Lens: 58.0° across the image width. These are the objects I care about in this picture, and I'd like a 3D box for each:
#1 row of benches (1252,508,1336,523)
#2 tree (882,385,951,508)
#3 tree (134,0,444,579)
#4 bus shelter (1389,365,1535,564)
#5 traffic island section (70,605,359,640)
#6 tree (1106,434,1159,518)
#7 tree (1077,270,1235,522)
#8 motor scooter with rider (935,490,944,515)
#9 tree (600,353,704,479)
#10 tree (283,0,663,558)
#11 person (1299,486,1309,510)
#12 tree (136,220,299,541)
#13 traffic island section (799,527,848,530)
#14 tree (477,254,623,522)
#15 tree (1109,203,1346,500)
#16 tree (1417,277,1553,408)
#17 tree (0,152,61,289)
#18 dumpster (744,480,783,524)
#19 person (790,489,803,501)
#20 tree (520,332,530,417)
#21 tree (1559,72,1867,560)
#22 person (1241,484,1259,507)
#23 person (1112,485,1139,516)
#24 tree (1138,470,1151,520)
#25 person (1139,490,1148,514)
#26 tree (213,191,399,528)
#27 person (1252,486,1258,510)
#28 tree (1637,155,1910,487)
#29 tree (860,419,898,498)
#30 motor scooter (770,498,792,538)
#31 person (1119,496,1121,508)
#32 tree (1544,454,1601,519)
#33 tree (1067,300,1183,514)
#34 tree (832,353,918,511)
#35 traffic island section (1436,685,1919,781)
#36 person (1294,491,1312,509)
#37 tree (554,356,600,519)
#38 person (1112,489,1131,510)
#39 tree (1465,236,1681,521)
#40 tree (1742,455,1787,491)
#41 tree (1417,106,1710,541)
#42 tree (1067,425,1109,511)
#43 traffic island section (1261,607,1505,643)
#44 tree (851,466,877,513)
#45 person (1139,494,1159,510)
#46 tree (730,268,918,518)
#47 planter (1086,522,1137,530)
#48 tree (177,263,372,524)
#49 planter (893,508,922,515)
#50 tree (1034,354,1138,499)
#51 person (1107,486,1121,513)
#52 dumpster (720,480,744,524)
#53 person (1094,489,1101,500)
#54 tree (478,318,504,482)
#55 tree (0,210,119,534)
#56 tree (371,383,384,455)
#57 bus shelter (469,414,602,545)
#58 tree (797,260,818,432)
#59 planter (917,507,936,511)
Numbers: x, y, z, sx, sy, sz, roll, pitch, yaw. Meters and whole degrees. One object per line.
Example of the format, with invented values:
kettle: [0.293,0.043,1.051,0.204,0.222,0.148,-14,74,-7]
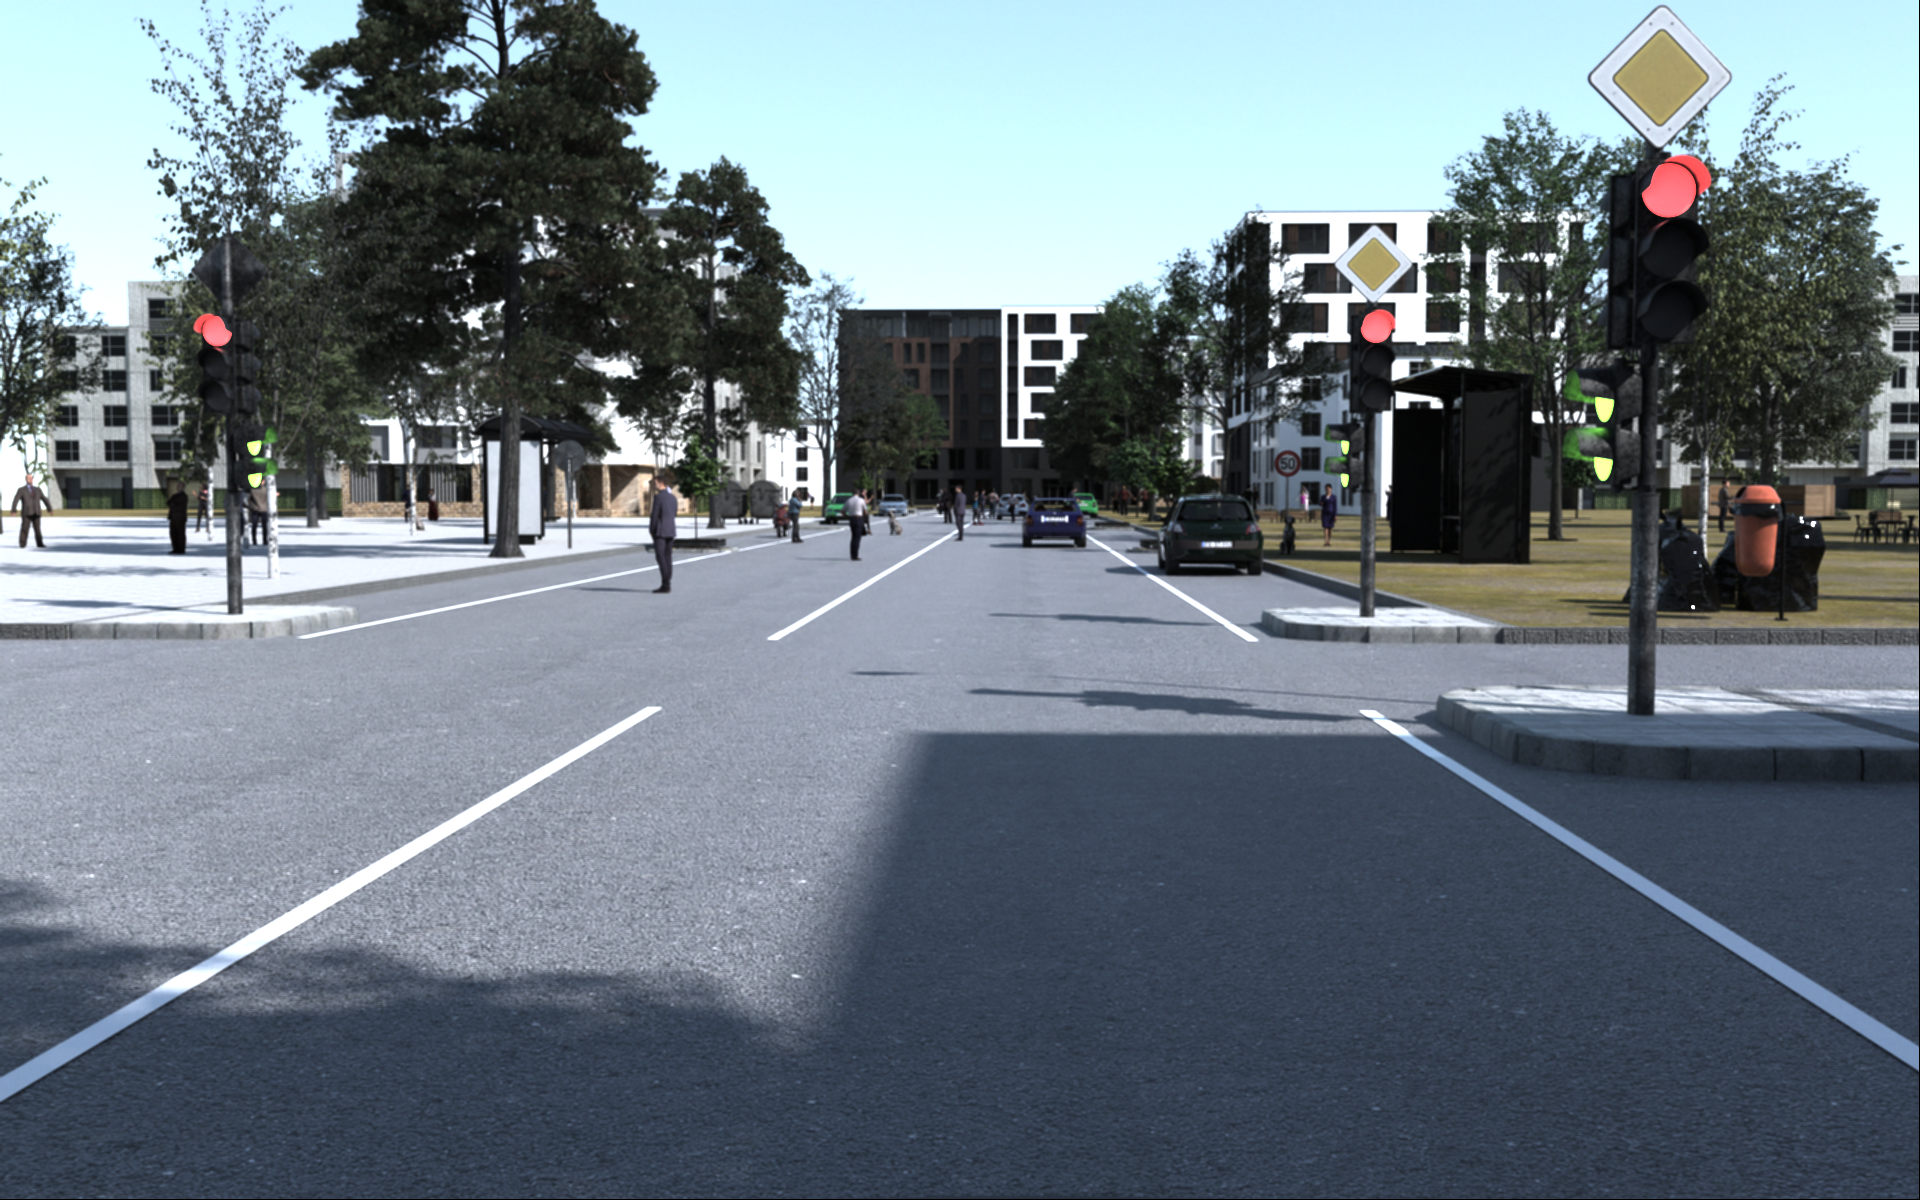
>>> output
row of benches: [15.122,-3.826,78.011,4.104,0.672,1.422,-1,4,-16]
tree: [-4.798,-14.668,165.579,9.928,11.665,9.643,0,3,0]
tree: [-10.207,-4.615,25.821,4.360,8.622,3.978,0,3,0]
bus shelter: [9.784,-2.654,34.680,1.731,3.624,6.357,0,4,2]
traffic island section: [-7.760,0.231,18.511,2.009,0.180,2.903,0,4,2]
tree: [9.583,-6.697,93.217,4.285,4.588,4.351,0,3,0]
tree: [9.018,-9.411,79.624,9.928,11.665,9.643,0,3,0]
motor scooter with rider: [-1.372,-6.747,119.274,0.876,1.779,1.986,0,4,0]
tree: [-12.515,-7.468,72.459,4.360,8.622,3.978,0,3,0]
tree: [-8.869,-7.785,34.711,7.806,13.903,7.818,0,3,0]
person: [19.240,-5.521,96.977,0.551,1.740,0.621,0,4,-7]
tree: [-20.467,-5.934,47.386,4.737,8.622,4.395,0,3,0]
traffic island section: [-5.613,-2.919,70.589,1.991,0.108,1.994,0,4,2]
tree: [-18.769,-9.619,79.321,6.751,12.117,7.091,0,3,0]
tree: [8.730,-7.395,55.319,7.601,10.594,8.767,0,4,4]
tree: [17.725,-6.565,57.697,4.737,8.622,4.395,0,3,0]
tree: [-16.130,-4.618,25.870,4.737,8.622,4.395,0,3,0]
dumpster: [-8.290,-4.154,73.671,1.264,1.857,1.865,0,4,2]
person: [-14.792,-9.184,156.927,1.217,1.743,0.721,-2,4,-28]
tree: [-20.063,-7.513,73.196,4.360,8.622,3.978,0,3,0]
tree: [13.429,-4.900,30.482,4.737,8.622,4.395,0,3,0]
person: [17.105,-5.924,102.527,0.705,1.869,1.348,-3,5,-39]
person: [9.489,-5.761,100.206,1.348,1.831,0.705,1,4,15]
tree: [9.744,-5.601,86.175,1.663,3.219,1.824,0,3,0]
person: [11.725,-6.337,109.622,1.348,1.831,0.705,-1,4,-13]
tree: [-24.631,-8.983,65.002,7.486,12.596,7.792,0,3,0]
person: [18.040,-6.109,106.448,0.721,1.766,1.217,-1,4,-16]
tree: [30.919,-9.740,65.905,9.857,13.997,8.962,0,3,0]
tree: [-6.567,-11.716,141.923,4.737,8.622,4.395,0,3,0]
motor scooter: [-5.899,-2.737,57.520,0.815,1.314,1.986,0,4,0]
person: [13.336,-8.314,145.217,0.697,1.427,0.421,-2,4,-33]
tree: [32.299,-6.526,90.415,4.285,4.588,4.351,0,3,0]
tree: [10.806,-12.524,112.198,7.806,13.903,7.818,0,3,0]
tree: [-6.611,-12.877,132.602,6.751,12.117,7.091,0,3,0]
traffic island section: [3.995,0.745,10.107,2.009,0.180,2.903,0,4,2]
person: [18.902,-5.270,95.430,0.991,1.433,0.599,0,4,-5]
tree: [-19.908,-8.555,90.237,4.360,8.622,3.978,0,3,0]
person: [11.867,-7.261,125.490,1.217,1.736,0.721,2,4,29]
tree: [28.525,-10.481,81.741,12.009,13.543,11.850,0,3,0]
tree: [34.308,-4.841,73.748,1.663,3.219,1.824,0,3,0]
tree: [16.225,-7.438,47.370,9.928,11.665,9.643,0,3,0]
tree: [11.668,-12.157,133.178,7.601,10.594,8.767,1,4,17]
traffic island section: [4.273,0.256,18.087,2.009,0.180,2.903,0,4,2]
tree: [-6.772,-7.691,120.348,1.663,3.219,1.824,0,3,0]
person: [14.949,-7.896,135.244,1.348,1.812,0.705,-1,4,-14]
tree: [-7.207,-11.186,93.259,12.009,13.543,11.850,0,3,0]
planter: [6.078,-2.967,69.658,1.991,0.319,1.994,0,4,2]
tree: [-30.879,-9.369,75.239,6.751,12.117,7.091,0,3,0]
planter: [-3.877,-6.061,120.238,1.991,0.319,1.994,0,4,2]
tree: [11.778,-15.129,154.007,9.857,13.997,8.962,0,3,0]
person: [10.573,-6.802,117.400,1.348,1.807,0.705,2,4,27]
dumpster: [-9.728,-4.151,73.624,1.264,1.857,1.865,0,4,2]
person: [12.466,-9.369,159.901,1.217,1.739,0.721,2,4,31]
tree: [-16.668,-6.269,52.863,4.360,8.622,3.978,0,3,0]
tree: [-30.806,-7.365,54.828,8.767,10.594,7.601,0,4,-6]
tree: [-31.671,-10.000,85.564,6.751,12.117,7.091,0,3,0]
bus shelter: [-11.207,-3.199,46.219,2.014,3.302,5.546,0,4,2]
tree: [-9.366,-9.562,63.765,7.806,13.903,7.818,0,3,0]
planter: [-2.944,-7.712,147.226,1.991,0.319,1.994,0,4,2]
